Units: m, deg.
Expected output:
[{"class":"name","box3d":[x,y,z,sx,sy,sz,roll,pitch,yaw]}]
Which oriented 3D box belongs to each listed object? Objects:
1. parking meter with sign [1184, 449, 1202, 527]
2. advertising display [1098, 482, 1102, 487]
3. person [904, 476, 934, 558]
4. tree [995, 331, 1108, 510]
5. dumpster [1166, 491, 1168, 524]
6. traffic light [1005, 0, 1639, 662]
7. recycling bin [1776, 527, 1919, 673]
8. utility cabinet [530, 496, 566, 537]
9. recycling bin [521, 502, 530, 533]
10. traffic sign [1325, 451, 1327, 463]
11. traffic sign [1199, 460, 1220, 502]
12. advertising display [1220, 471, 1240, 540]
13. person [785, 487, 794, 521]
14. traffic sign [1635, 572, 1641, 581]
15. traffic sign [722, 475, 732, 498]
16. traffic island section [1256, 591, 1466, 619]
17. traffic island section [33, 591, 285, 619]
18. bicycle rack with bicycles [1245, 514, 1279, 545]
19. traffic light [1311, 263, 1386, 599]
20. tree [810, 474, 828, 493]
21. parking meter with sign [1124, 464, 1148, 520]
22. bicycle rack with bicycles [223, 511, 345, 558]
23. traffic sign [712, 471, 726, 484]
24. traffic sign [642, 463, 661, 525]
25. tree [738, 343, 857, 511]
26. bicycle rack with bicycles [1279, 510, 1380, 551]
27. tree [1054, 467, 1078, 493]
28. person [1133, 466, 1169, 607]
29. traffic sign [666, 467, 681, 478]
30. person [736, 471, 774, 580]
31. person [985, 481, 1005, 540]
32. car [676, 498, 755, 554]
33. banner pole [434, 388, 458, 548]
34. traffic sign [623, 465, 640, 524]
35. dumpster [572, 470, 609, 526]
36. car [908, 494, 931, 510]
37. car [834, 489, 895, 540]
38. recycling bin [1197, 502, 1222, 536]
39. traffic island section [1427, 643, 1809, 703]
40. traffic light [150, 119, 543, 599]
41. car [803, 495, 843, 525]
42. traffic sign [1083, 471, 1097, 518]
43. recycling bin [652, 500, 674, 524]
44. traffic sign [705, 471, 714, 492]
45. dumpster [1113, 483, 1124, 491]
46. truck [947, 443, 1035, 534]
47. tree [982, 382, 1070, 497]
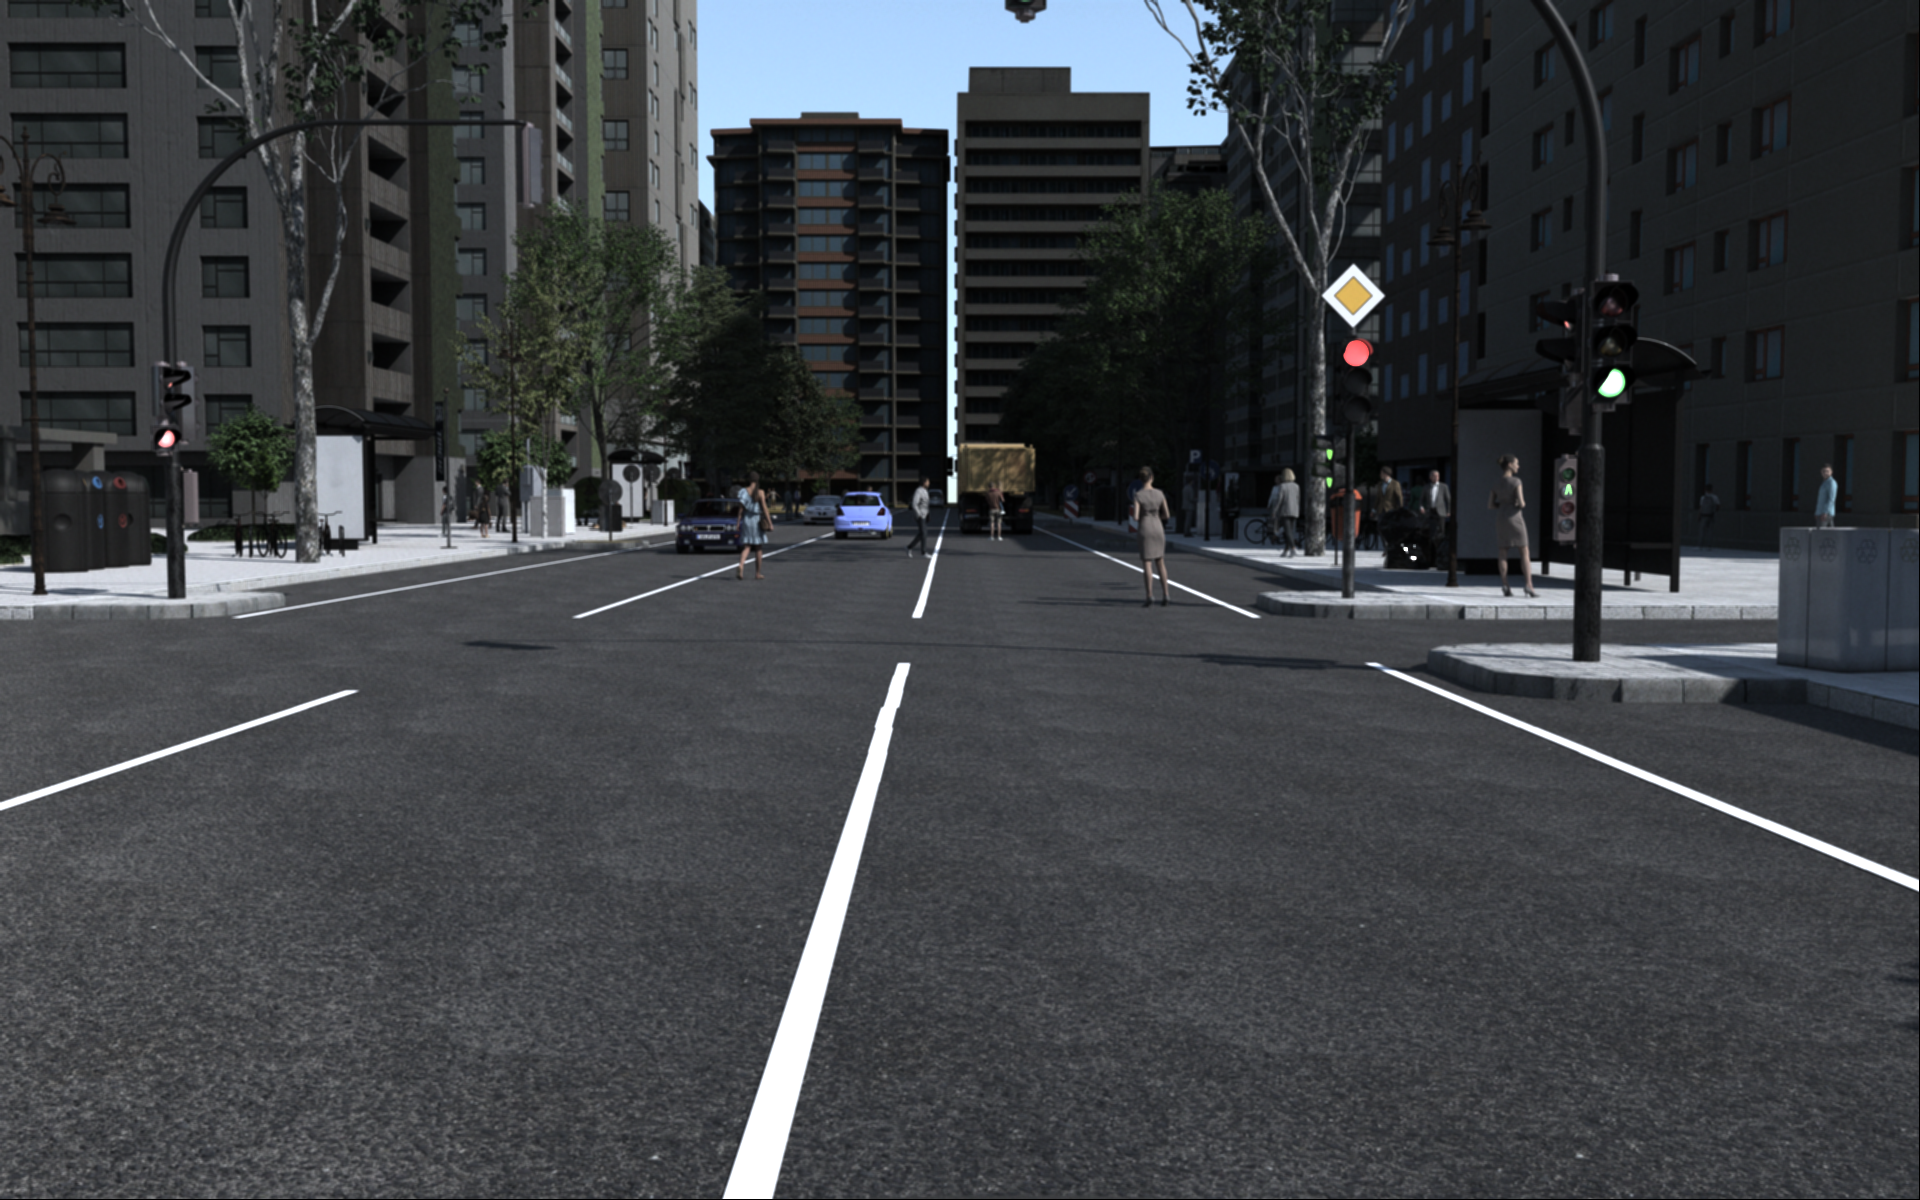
[{"class":"parking meter with sign","box3d":[8.927,-4.324,66.963,0.543,3.016,1.738,1,4,19]},{"class":"advertising display","box3d":[7.262,-5.175,89.824,0.123,1.923,0.974,1,4,12]},{"class":"person","box3d":[-0.932,-1.862,38.792,0.795,1.843,0.661,1,4,21]},{"class":"tree","box3d":[7.472,-14.084,136.924,9.857,13.997,8.962,0,3,0]},{"class":"dumpster","box3d":[8.187,-4.383,74.153,1.502,2.255,1.985,0,3,0]},{"class":"traffic light","box3d":[2.702,-2.350,13.083,4.771,5.953,1.251,0,4,0]},{"class":"recycling bin","box3d":[6.574,-0.014,12.784,0.722,1.027,0.722,-1,4,-13]},{"class":"utility cabinet","box3d":[-12.347,-2.491,51.885,1.020,1.237,0.306,1,4,12]},{"class":"recycling bin","box3d":[-14.289,-2.775,57.923,0.722,1.027,0.722,-1,4,-14]},{"class":"traffic sign","box3d":[10.030,-2.914,47.744,0.768,2.556,0.104,0,4,3]},{"class":"traffic sign","box3d":[9.311,-3.947,64.647,0.768,2.556,0.104,0,4,0]},{"class":"advertising display","box3d":[7.579,-2.653,48.583,0.123,1.923,0.974,2,4,35]},{"class":"person","box3d":[-9.253,-5.197,93.570,0.391,1.810,0.635,-3,5,-40]},{"class":"traffic sign","box3d":[10.035,-1.558,25.573,0.768,2.556,0.104,1,4,9]},{"class":"traffic sign","box3d":[-12.736,-5.659,94.654,0.606,2.300,0.079,0,4,8]},{"class":"traffic island section","box3d":[4.802,0.058,21.331,2.009,0.180,2.903,0,4,0]},{"class":"traffic island section","box3d":[-9.639,0.061,21.279,2.009,0.180,2.903,0,4,0]},{"class":"bicycle rack with bicycles","box3d":[8.697,-1.890,44.282,2.925,0.926,2.852,2,4,24]},{"class":"traffic light","box3d":[4.762,-1.975,21.217,0.839,4.253,0.868,0,4,0]},{"class":"tree","box3d":[-13.089,-10.240,162.026,1.663,3.219,1.824,0,3,0]},{"class":"parking meter with sign","box3d":[8.564,-5.541,86.863,1.738,3.016,0.543,0,4,7]},{"class":"bicycle rack with bicycles","box3d":[-13.859,-1.372,35.807,2.852,0.926,2.925,-1,4,-20]},{"class":"traffic sign","box3d":[-12.916,-5.667,92.767,0.768,2.556,0.104,0,4,1]},{"class":"traffic sign","box3d":[-12.752,-4.370,71.555,0.768,2.556,0.104,0,4,4]},{"class":"tree","box3d":[-13.096,-13.123,131.565,9.611,12.733,9.660,0,3,0]},{"class":"bicycle rack with bicycles","box3d":[8.891,-1.612,39.739,2.852,0.926,2.925,0,4,8]},{"class":"tree","box3d":[7.583,-7.781,121.815,1.663,3.219,1.824,0,3,0]},{"class":"person","box3d":[2.413,-0.803,21.966,0.599,1.781,0.374,-1,4,-21]},{"class":"traffic sign","box3d":[-13.623,-5.035,82.436,0.768,2.556,0.104,0,4,5]},{"class":"person","box3d":[-3.438,-1.243,28.923,0.616,1.811,0.778,1,4,21]},{"class":"person","box3d":[1.132,-2.779,53.910,0.580,1.828,0.573,-3,4,-37]},{"class":"car","box3d":[-5.921,-1.842,42.703,1.945,1.354,3.894,0,4,0]},{"class":"banner pole","box3d":[-12.270,-3.125,41.118,0.401,3.779,0.863,-3,5,-42]},{"class":"traffic sign","box3d":[-14.197,-4.570,74.818,0.768,2.556,0.104,0,4,8]},{"class":"dumpster","box3d":[-14.761,-4.123,69.910,1.502,2.255,1.985,0,3,0]},{"class":"car","box3d":[-3.731,-8.916,157.571,2.131,1.459,4.920,0,4,1]},{"class":"car","box3d":[-3.088,-2.821,55.711,1.945,1.707,3.694,0,4,0]},{"class":"recycling bin","box3d":[7.733,-2.483,53.148,0.722,1.027,0.722,-1,4,-18]},{"class":"traffic island section","box3d":[4.833,0.546,13.346,2.009,0.180,2.903,0,4,0]},{"class":"traffic light","box3d":[-7.508,-2.845,21.188,4.771,5.953,1.251,0,4,0]},{"class":"car","box3d":[-6.223,-4.202,81.062,2.083,1.381,4.827,0,4,1]},{"class":"traffic sign","box3d":[7.025,-5.720,93.632,0.768,2.556,0.104,0,4,1]},{"class":"recycling bin","box3d":[-12.663,-3.741,73.727,0.722,1.027,0.722,2,4,30]},{"class":"traffic sign","box3d":[-13.844,-5.899,96.549,0.768,2.556,0.104,0,4,2]},{"class":"dumpster","box3d":[8.327,-5.069,88.634,1.264,1.857,1.865,0,4,0]},{"class":"truck","box3d":[1.262,-4.235,65.174,3.469,3.379,9.791,0,4,-1]},{"class":"tree","box3d":[6.721,-15.620,172.390,9.611,12.733,9.660,0,3,0]}]
